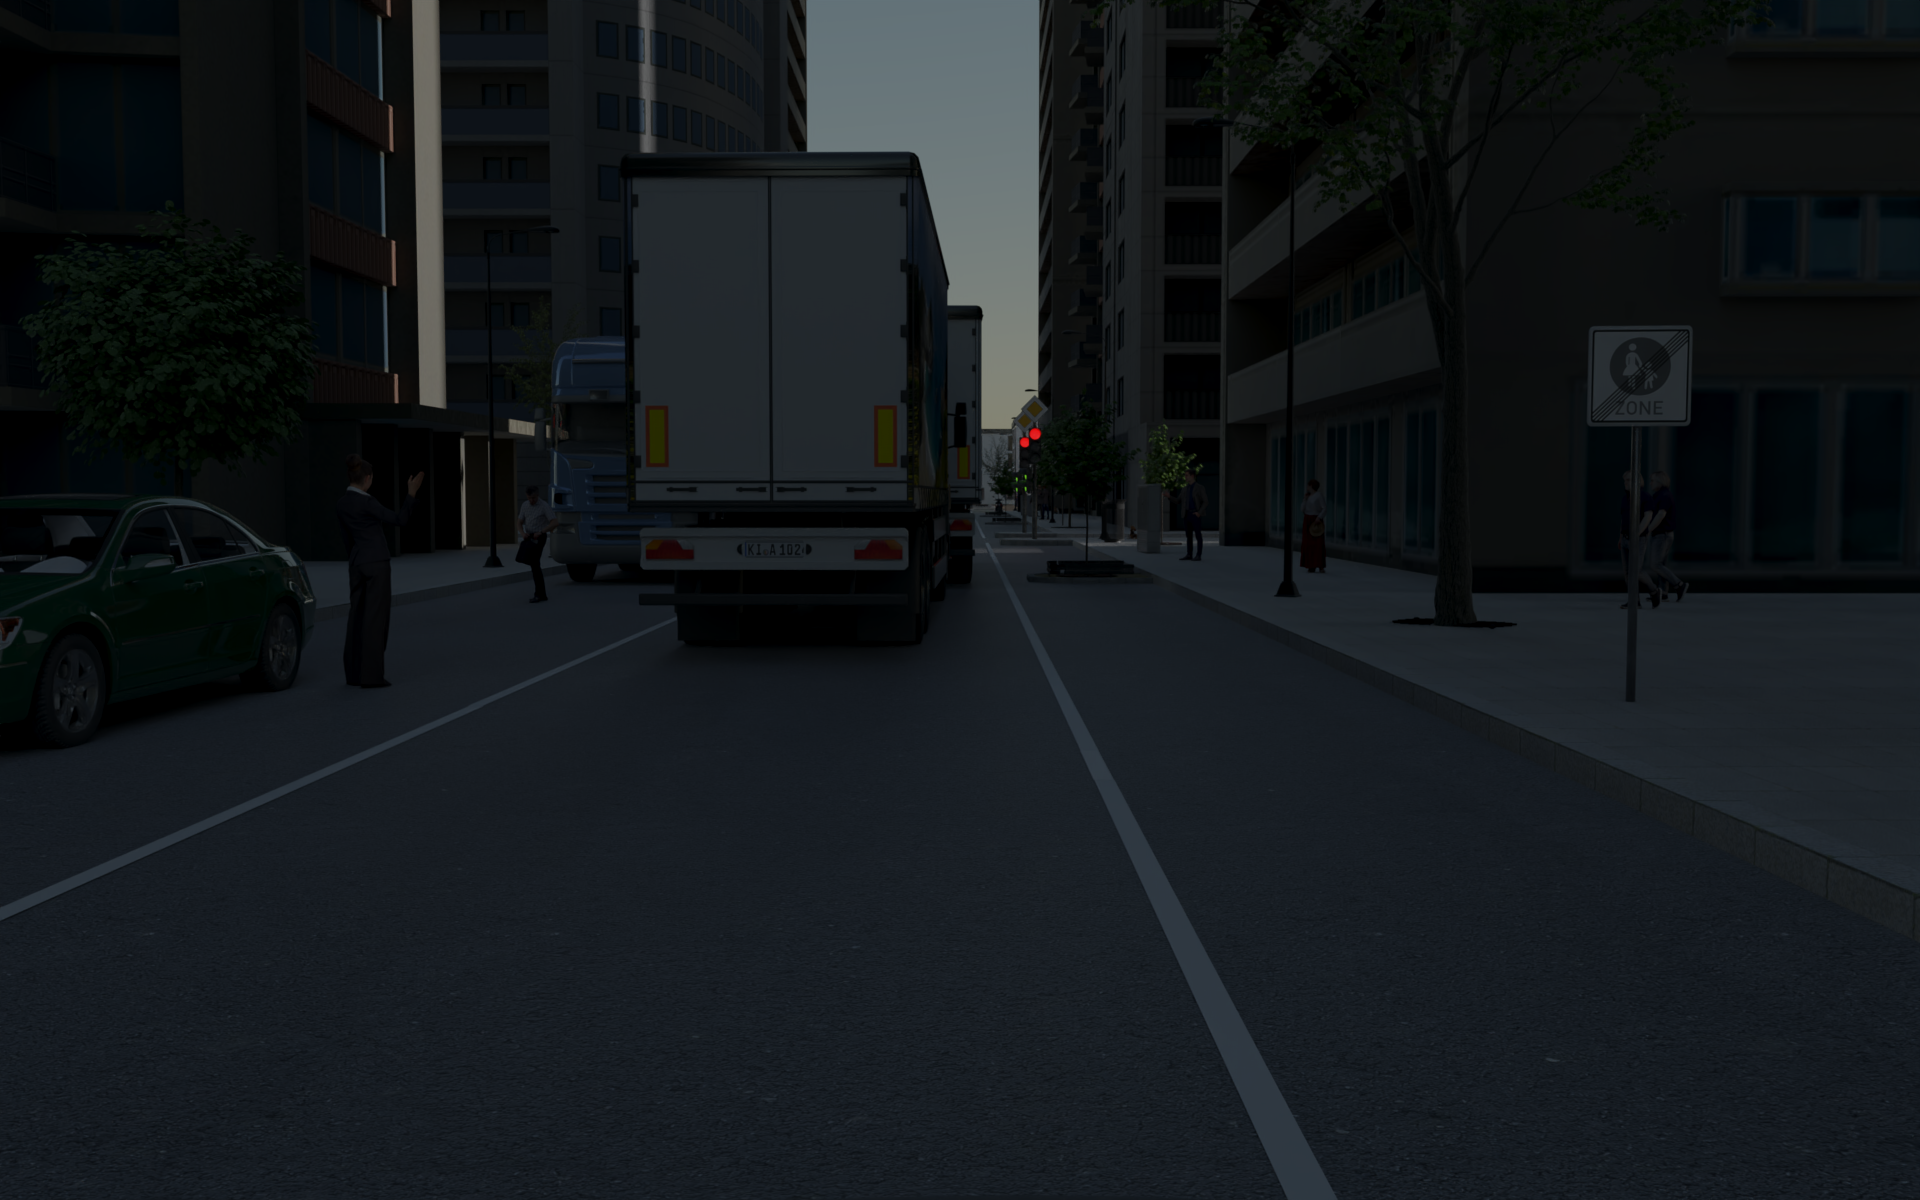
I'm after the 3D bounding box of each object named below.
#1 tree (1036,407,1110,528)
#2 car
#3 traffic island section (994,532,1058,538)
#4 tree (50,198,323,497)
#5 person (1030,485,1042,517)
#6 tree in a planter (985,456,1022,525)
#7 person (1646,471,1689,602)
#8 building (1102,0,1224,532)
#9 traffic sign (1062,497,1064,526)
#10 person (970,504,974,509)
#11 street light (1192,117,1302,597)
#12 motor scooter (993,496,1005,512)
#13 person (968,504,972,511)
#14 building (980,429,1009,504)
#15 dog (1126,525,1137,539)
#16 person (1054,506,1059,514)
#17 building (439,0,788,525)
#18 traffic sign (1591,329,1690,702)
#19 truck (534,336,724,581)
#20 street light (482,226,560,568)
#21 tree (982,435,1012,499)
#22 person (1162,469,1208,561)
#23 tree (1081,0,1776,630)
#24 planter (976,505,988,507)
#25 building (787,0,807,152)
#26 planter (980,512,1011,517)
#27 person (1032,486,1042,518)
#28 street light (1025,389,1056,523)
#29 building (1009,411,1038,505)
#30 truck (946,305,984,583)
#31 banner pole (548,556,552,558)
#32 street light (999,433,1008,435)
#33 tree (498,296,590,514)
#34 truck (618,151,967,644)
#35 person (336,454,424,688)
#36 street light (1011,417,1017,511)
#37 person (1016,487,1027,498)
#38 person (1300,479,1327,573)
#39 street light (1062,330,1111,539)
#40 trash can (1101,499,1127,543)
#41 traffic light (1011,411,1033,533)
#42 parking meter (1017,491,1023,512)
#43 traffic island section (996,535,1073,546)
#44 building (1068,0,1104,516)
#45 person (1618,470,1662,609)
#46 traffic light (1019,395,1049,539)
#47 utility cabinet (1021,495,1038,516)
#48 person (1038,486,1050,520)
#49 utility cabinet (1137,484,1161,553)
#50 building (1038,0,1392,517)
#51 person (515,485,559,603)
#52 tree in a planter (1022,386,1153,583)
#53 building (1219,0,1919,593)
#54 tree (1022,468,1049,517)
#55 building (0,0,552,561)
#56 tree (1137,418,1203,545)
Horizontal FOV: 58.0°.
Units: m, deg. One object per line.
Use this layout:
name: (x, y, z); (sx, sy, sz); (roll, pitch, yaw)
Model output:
tree: (4.080, -5.004, 65.535); (4.285, 4.588, 4.351); (0, 3, 0)
car: (-5.864, 0.032, 11.281); (2.131, 1.459, 4.920); (0, 4, 2)
traffic island section: (2.157, -2.148, 57.407); (2.009, 0.180, 2.903); (0, 3, 0)
tree: (-8.728, -2.187, 19.472); (4.285, 4.588, 4.351); (0, 3, 0)
person: (4.144, -5.161, 90.976); (0.990, 1.755, 0.434); (0, 4, 5)
tree in a planter: (2.174, -5.184, 81.976); (1.991, 3.239, 1.994); (0, 3, 0)
person: (8.350, -0.750, 20.515); (0.569, 1.553, 0.471); (-2, 4, -33)
building: (16.657, -38.459, 67.057); (20.611, 71.187, 20.563); (0, 3, 0)
traffic sign: (4.185, -4.312, 70.498); (0.884, 2.594, 0.081); (0, 4, 7)
person: (1.169, -9.791, 169.296); (0.721, 1.735, 1.217); (3, 5, 41)
street light: (3.563, -2.995, 21.506); (1.470, 5.913, 1.316); (0, 3, 0)
motor scooter: (2.527, -6.110, 112.682); (0.815, 1.314, 1.986); (0, 4, -1)
person: (0.829, -8.515, 147.687); (0.705, 1.831, 1.348); (-1, 4, -9)
building: (-2.478, -17.187, 223.153); (28.070, 9.664, 9.099); (0, 3, 0)
dog: (4.863, -1.931, 49.310); (0.550, 0.427, 0.748); (2, 4, 34)
person: (6.167, -5.780, 111.021); (0.357, 0.543, 0.381); (0, 4, -5)
building: (-20.319, -33.164, 84.234); (21.231, 58.520, 28.212); (0, 3, 0)
traffic sign: (4.142, -0.520, 10.631); (0.606, 2.300, 0.079); (0, 4, 6)
truck: (-5.151, -2.791, 35.397); (2.967, 4.110, 18.799); (0, 4, 0)
street light: (-7.631, -3.524, 30.154); (1.470, 5.913, 1.316); (0, 3, 0)
tree: (4.434, -15.880, 210.001); (4.360, 8.622, 3.978); (0, 3, 0)
person: (4.323, -1.634, 33.289); (0.750, 1.759, 0.617); (-2, 4, -27)
tree: (4.676, -5.559, 16.647); (9.928, 11.665, 9.643); (0, 3, 0)
planter: (2.327, -10.093, 186.165); (1.991, 0.319, 1.994); (0, 3, 0)
building: (-21.913, -30.195, 117.386); (21.300, 48.544, 21.600); (0, 3, 0)
planter: (2.228, -5.374, 109.009); (1.991, 0.319, 1.994); (0, 3, 0)
person: (4.278, -5.292, 93.286); (0.841, 1.734, 0.376); (-1, 4, -9)
street light: (3.561, -6.369, 76.680); (1.470, 5.913, 1.316); (0, 3, 0)
building: (10.648, -15.307, 192.421); (9.099, 9.664, 28.070); (0, 3, 0)
truck: (-1.063, -2.592, 31.296); (2.839, 4.237, 11.283); (0, 4, -2)
banner pole: (-8.130, -2.761, 35.166); (0.401, 3.779, 0.863); (0, 4, 0)
street light: (3.698, -9.780, 132.438); (1.470, 5.913, 1.316); (0, 3, 0)
tree: (-15.165, -7.038, 65.435); (4.737, 8.622, 4.395); (0, 3, 0)
truck: (-1.427, -1.891, 19.830); (2.839, 4.237, 11.283); (0, 4, 1)
person: (-4.280, -0.218, 12.872); (0.742, 1.727, 0.445); (0, 4, 4)
street light: (3.793, -8.076, 104.580); (1.470, 5.913, 1.316); (0, 3, 0)
person: (4.989, -8.088, 138.371); (1.348, 1.812, 0.705); (-3, 4, -37)
person: (5.777, -1.206, 28.222); (0.387, 1.526, 0.523); (-2, 4, -34)
street light: (3.587, -4.693, 49.277); (1.470, 5.913, 1.316); (0, 3, 0)
trash can: (4.049, -2.093, 45.873); (0.748, 1.137, 0.748); (0, 3, 0)
traffic light: (2.117, -4.182, 57.293); (0.839, 4.253, 0.868); (0, 3, 0)
parking meter: (4.271, -7.016, 123.116); (0.372, 1.533, 0.369); (0, 3, 0)
traffic island section: (2.146, -1.660, 49.422); (2.009, 0.180, 2.903); (0, 3, 0)
building: (17.434, -26.962, 95.458); (22.147, 44.769, 28.867); (0, 3, 0)
person: (7.582, -0.674, 19.270); (0.471, 1.553, 0.569); (1, 4, 19)
traffic light: (2.106, -3.693, 49.308); (0.839, 4.253, 0.868); (0, 3, 0)
utility cabinet: (4.141, -5.644, 103.440); (1.020, 1.237, 0.306); (0, 4, -1)
person: (4.183, -4.864, 86.395); (0.655, 1.722, 0.431); (-3, 5, -41)
utility cabinet: (4.115, -1.785, 37.864); (0.318, 1.500, 1.173); (0, 4, -5)
building: (16.600, -30.415, 120.983); (21.300, 48.544, 21.600); (0, 3, 0)
person: (-5.601, -0.750, 22.976); (0.614, 1.554, 0.590); (2, 4, 24)
tree in a planter: (2.111, -1.923, 28.660); (1.991, 3.239, 1.994); (0, 3, 0)
building: (17.117, -24.932, 31.347); (21.300, 48.544, 21.600); (0, 3, 0)
tree: (4.495, -6.371, 98.760); (1.663, 3.219, 1.824); (0, 3, 0)
building: (-24.805, -23.277, 35.198); (28.867, 44.769, 22.147); (0, 3, 0)
tree: (5.074, -3.001, 43.667); (1.663, 3.219, 1.824); (0, 3, 0)
